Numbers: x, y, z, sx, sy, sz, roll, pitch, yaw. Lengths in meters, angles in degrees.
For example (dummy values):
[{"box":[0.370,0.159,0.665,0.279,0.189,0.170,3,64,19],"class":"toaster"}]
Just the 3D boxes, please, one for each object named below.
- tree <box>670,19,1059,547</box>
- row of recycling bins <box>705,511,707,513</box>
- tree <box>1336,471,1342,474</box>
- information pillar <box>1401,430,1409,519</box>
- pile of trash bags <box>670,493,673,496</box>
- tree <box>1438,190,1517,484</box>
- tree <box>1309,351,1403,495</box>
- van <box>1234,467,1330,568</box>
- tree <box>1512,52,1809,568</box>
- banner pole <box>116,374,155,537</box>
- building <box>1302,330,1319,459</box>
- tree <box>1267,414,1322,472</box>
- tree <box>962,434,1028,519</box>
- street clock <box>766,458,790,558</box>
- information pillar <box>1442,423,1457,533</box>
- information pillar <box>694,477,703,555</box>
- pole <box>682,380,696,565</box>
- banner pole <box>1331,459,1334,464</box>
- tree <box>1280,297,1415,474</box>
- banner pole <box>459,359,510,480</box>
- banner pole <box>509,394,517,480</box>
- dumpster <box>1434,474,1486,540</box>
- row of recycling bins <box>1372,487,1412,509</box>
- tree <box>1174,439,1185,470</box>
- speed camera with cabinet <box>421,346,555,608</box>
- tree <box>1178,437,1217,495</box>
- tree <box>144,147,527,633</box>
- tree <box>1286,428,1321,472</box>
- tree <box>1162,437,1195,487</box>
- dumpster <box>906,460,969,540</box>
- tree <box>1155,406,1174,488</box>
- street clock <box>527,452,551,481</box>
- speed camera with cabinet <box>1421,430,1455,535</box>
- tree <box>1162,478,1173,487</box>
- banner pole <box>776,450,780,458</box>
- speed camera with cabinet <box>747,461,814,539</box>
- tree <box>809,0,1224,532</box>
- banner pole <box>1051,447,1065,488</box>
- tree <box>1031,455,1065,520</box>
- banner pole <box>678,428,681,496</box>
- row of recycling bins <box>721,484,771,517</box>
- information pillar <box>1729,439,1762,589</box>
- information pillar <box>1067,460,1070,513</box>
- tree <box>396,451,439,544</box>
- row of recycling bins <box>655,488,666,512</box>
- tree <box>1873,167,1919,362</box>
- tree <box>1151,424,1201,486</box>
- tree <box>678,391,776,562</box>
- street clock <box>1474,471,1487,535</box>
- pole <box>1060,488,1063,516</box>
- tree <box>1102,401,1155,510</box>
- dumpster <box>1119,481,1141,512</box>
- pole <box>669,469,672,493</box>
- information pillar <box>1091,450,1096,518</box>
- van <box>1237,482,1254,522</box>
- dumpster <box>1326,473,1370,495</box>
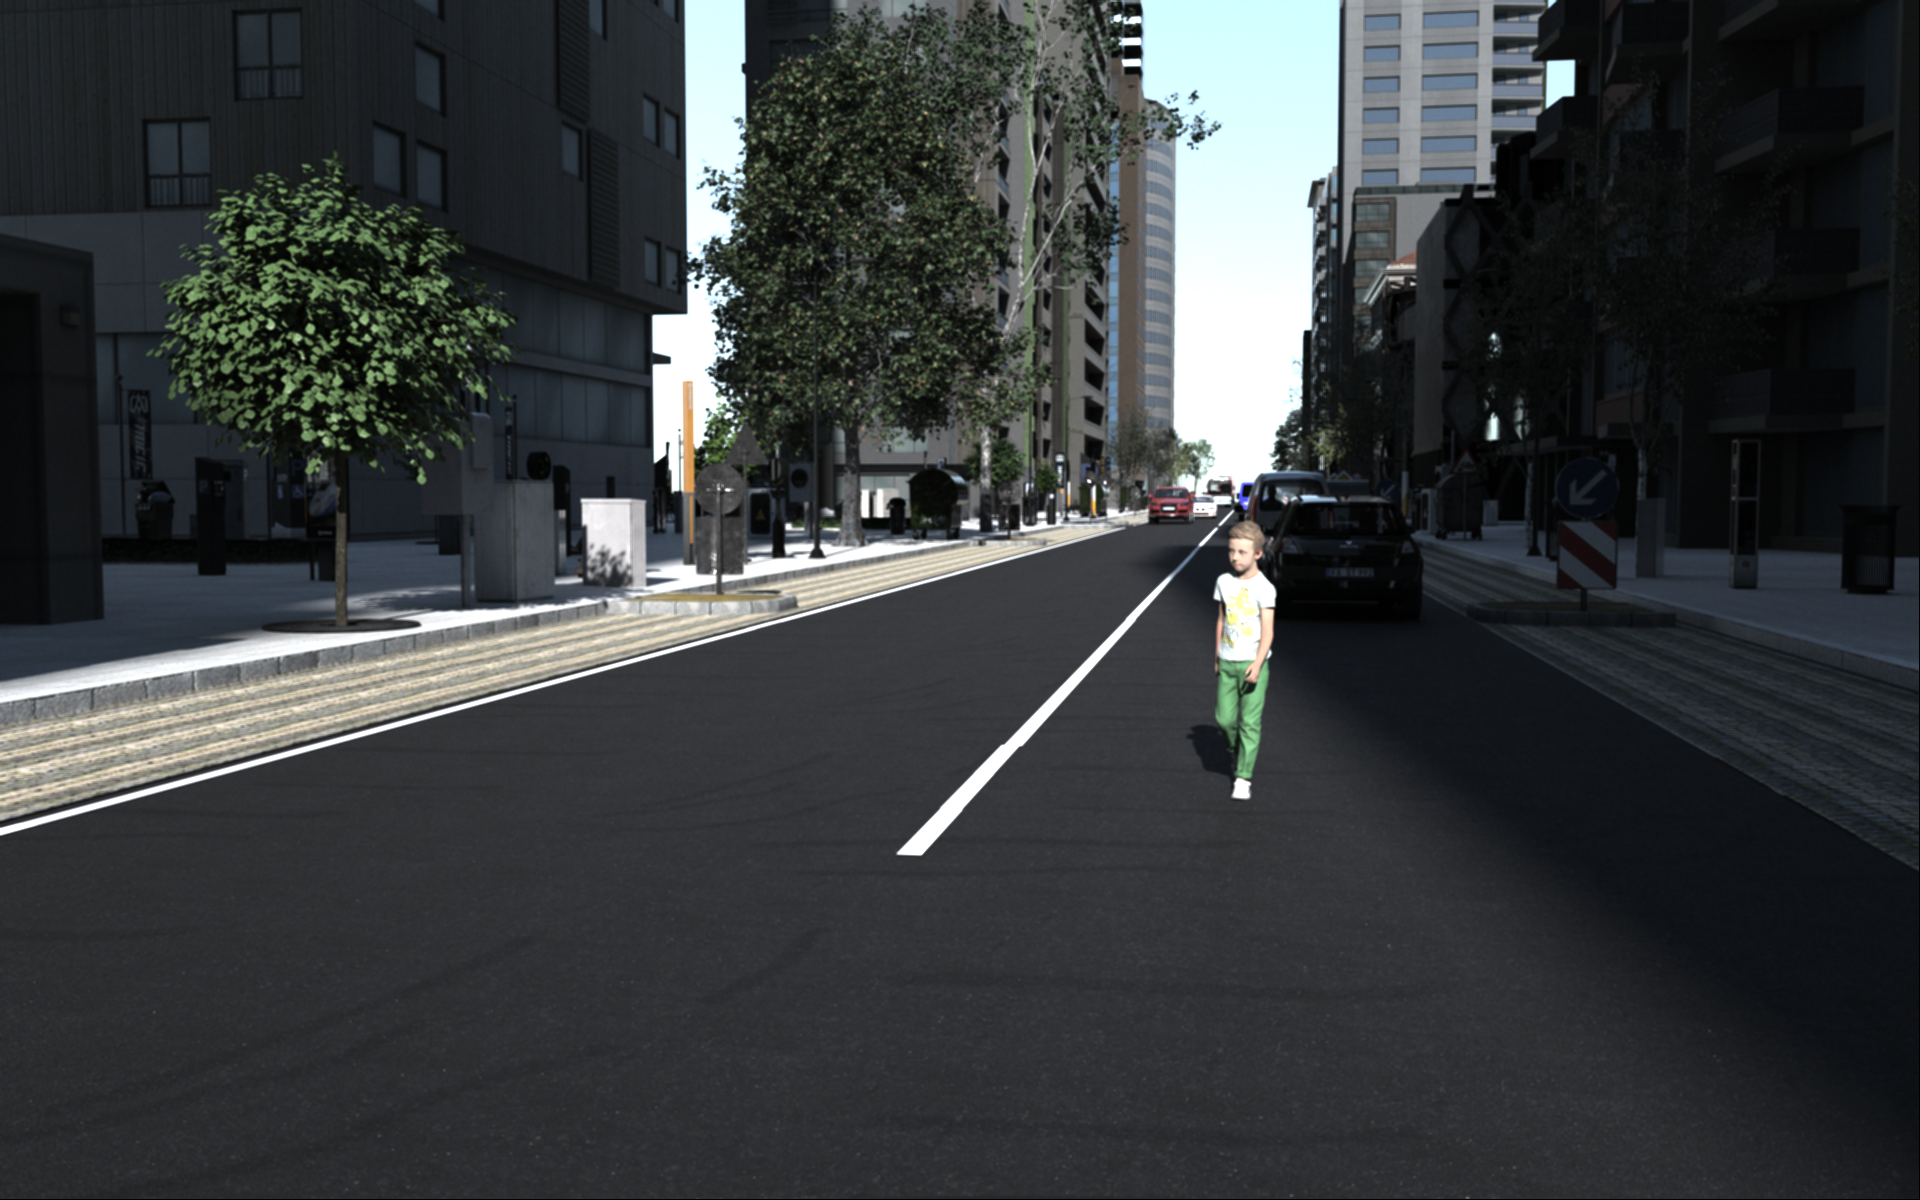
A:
[{"box":[-2.641,-7.672,42.447,9.611,12.733,9.660,0,3,0],"class":"tree"},{"box":[-15.310,-6.313,110.333,3.534,1.692,1.069,-3,5,-42],"class":"row of recycling bins"},{"box":[28.518,-8.287,130.095,1.663,3.219,1.824,0,3,0],"class":"tree"},{"box":[16.260,-4.399,63.275,0.183,3.616,0.504,0,4,-6],"class":"information pillar"},{"box":[-24.311,-7.809,137.435,3.447,1.369,1.912,-2,4,-30],"class":"pile of trash bags"},{"box":[13.385,-5.528,40.747,4.360,8.622,3.978,0,3,0],"class":"tree"},{"box":[20.676,-8.440,88.349,4.737,8.622,4.395,0,3,0],"class":"tree"},{"box":[6.329,-1.622,33.530,2.013,2.044,4.112,0,4,8],"class":"van"},{"box":[12.025,-4.855,29.740,4.360,8.622,3.978,0,3,0],"class":"tree"},{"box":[-17.422,-2.843,36.498,0.401,3.779,0.863,3,5,42],"class":"banner pole"},{"box":[66.543,-32.390,301.283,14.160,30.474,14.107,1,4,9],"class":"building"},{"box":[45.273,-19.333,234.222,7.486,12.596,7.792,0,3,0],"class":"tree"},{"box":[1.788,-6.413,88.560,4.285,4.588,4.351,0,3,0],"class":"tree"},{"box":[-3.636,-1.841,34.665,0.358,2.002,0.471,-3,5,-44],"class":"street clock"},{"box":[15.997,-3.997,56.701,0.504,3.616,0.183,0,4,6],"class":"information pillar"},{"box":[-5.654,-1.975,36.788,0.304,2.012,0.304,-2,4,-26],"class":"information pillar"},{"box":[-4.887,-2.284,31.189,0.158,3.312,0.155,0,3,0],"class":"pole"},{"box":[26.470,-8.153,123.312,0.401,3.779,0.863,0,4,-1],"class":"banner pole"},{"box":[24.991,-12.076,107.819,12.009,13.543,11.850,0,3,0],"class":"tree"},{"box":[-8.176,-2.408,29.384,0.401,3.779,0.863,2,4,31],"class":"banner pole"},{"box":[-11.303,-3.284,43.707,0.401,3.779,0.863,-3,4,-37],"class":"banner pole"},{"box":[14.084,-2.631,48.768,1.264,1.857,1.865,1,4,9],"class":"dumpster"},{"box":[24.611,-5.709,100.459,3.534,1.692,1.069,-1,4,-13],"class":"row of recycling bins"},{"box":[19.058,-13.129,165.020,4.360,8.622,3.978,0,3,0],"class":"tree"},{"box":[-5.527,-1.591,20.350,0.660,3.252,2.038,1,4,16],"class":"speed camera with cabinet"},{"box":[42.715,-23.679,312.906,9.928,11.665,9.643,0,3,0],"class":"tree"},{"box":[-5.893,-2.003,16.466,4.285,4.588,4.351,0,3,0],"class":"tree"},{"box":[37.430,-14.558,188.383,4.360,8.622,3.978,0,3,0],"class":"tree"},{"box":[27.711,-16.505,220.218,4.737,8.622,4.395,0,3,0],"class":"tree"},{"box":[-0.649,-2.819,48.577,1.502,2.255,1.985,1,4,9],"class":"dumpster"},{"box":[14.693,-11.896,144.855,4.360,8.622,3.978,0,3,0],"class":"tree"},{"box":[-7.223,-1.540,29.755,0.358,2.002,0.471,1,4,13],"class":"street clock"},{"box":[15.106,-3.683,54.548,0.660,3.252,2.038,0,4,-2],"class":"speed camera with cabinet"},{"box":[23.682,-12.278,195.345,1.663,3.219,1.824,0,3,0],"class":"tree"},{"box":[-7.347,-4.889,69.946,0.401,3.779,0.863,-1,4,-15],"class":"banner pole"},{"box":[-5.101,-3.385,49.686,2.038,3.252,0.660,1,4,22],"class":"speed camera with cabinet"},{"box":[1.646,-12.279,56.647,12.611,20.169,13.585,0,3,0],"class":"tree"},{"box":[5.123,-6.211,91.559,0.863,3.779,0.401,0,4,-1],"class":"banner pole"},{"box":[4.209,-5.494,84.431,1.663,3.219,1.824,0,3,0],"class":"tree"},{"box":[-10.744,-4.670,66.377,0.401,3.779,0.863,-1,4,-12],"class":"banner pole"},{"box":[-8.675,-3.898,70.844,1.069,1.692,3.534,1,4,21],"class":"row of recycling bins"},{"box":[10.638,-1.161,23.475,0.304,2.012,0.304,1,4,12],"class":"information pillar"},{"box":[7.290,-7.693,117.131,0.183,3.616,0.504,-1,4,-16],"class":"information pillar"},{"box":[-13.398,-3.055,44.545,1.663,3.219,1.824,0,3,0],"class":"tree"},{"box":[-20.053,-6.266,109.564,1.069,1.692,3.534,3,5,41],"class":"row of recycling bins"},{"box":[17.904,-4.828,29.307,4.737,8.622,4.395,0,3,0],"class":"tree"},{"box":[28.774,-18.151,231.178,8.767,10.594,7.601,-3,5,-40],"class":"tree"},{"box":[-4.607,-2.339,32.844,1.663,3.219,1.824,0,3,0],"class":"tree"},{"box":[15.983,-2.987,53.407,0.471,2.002,0.358,2,4,26],"class":"street clock"},{"box":[5.907,-6.531,100.631,0.158,3.312,0.155,0,3,0],"class":"pole"},{"box":[13.414,-11.554,139.262,4.360,8.622,3.978,0,3,0],"class":"tree"},{"box":[12.486,-7.635,127.325,1.502,2.255,1.985,1,4,9],"class":"dumpster"},{"box":[-23.892,-9.126,143.048,0.158,3.312,0.155,0,3,0],"class":"pole"},{"box":[7.014,-6.110,91.261,0.183,3.616,0.504,-1,4,-17],"class":"information pillar"},{"box":[15.674,-5.316,91.298,2.240,2.365,5.245,1,4,10],"class":"van"},{"box":[15.149,-3.880,68.388,1.985,2.255,1.502,1,4,10],"class":"dumpster"}]
